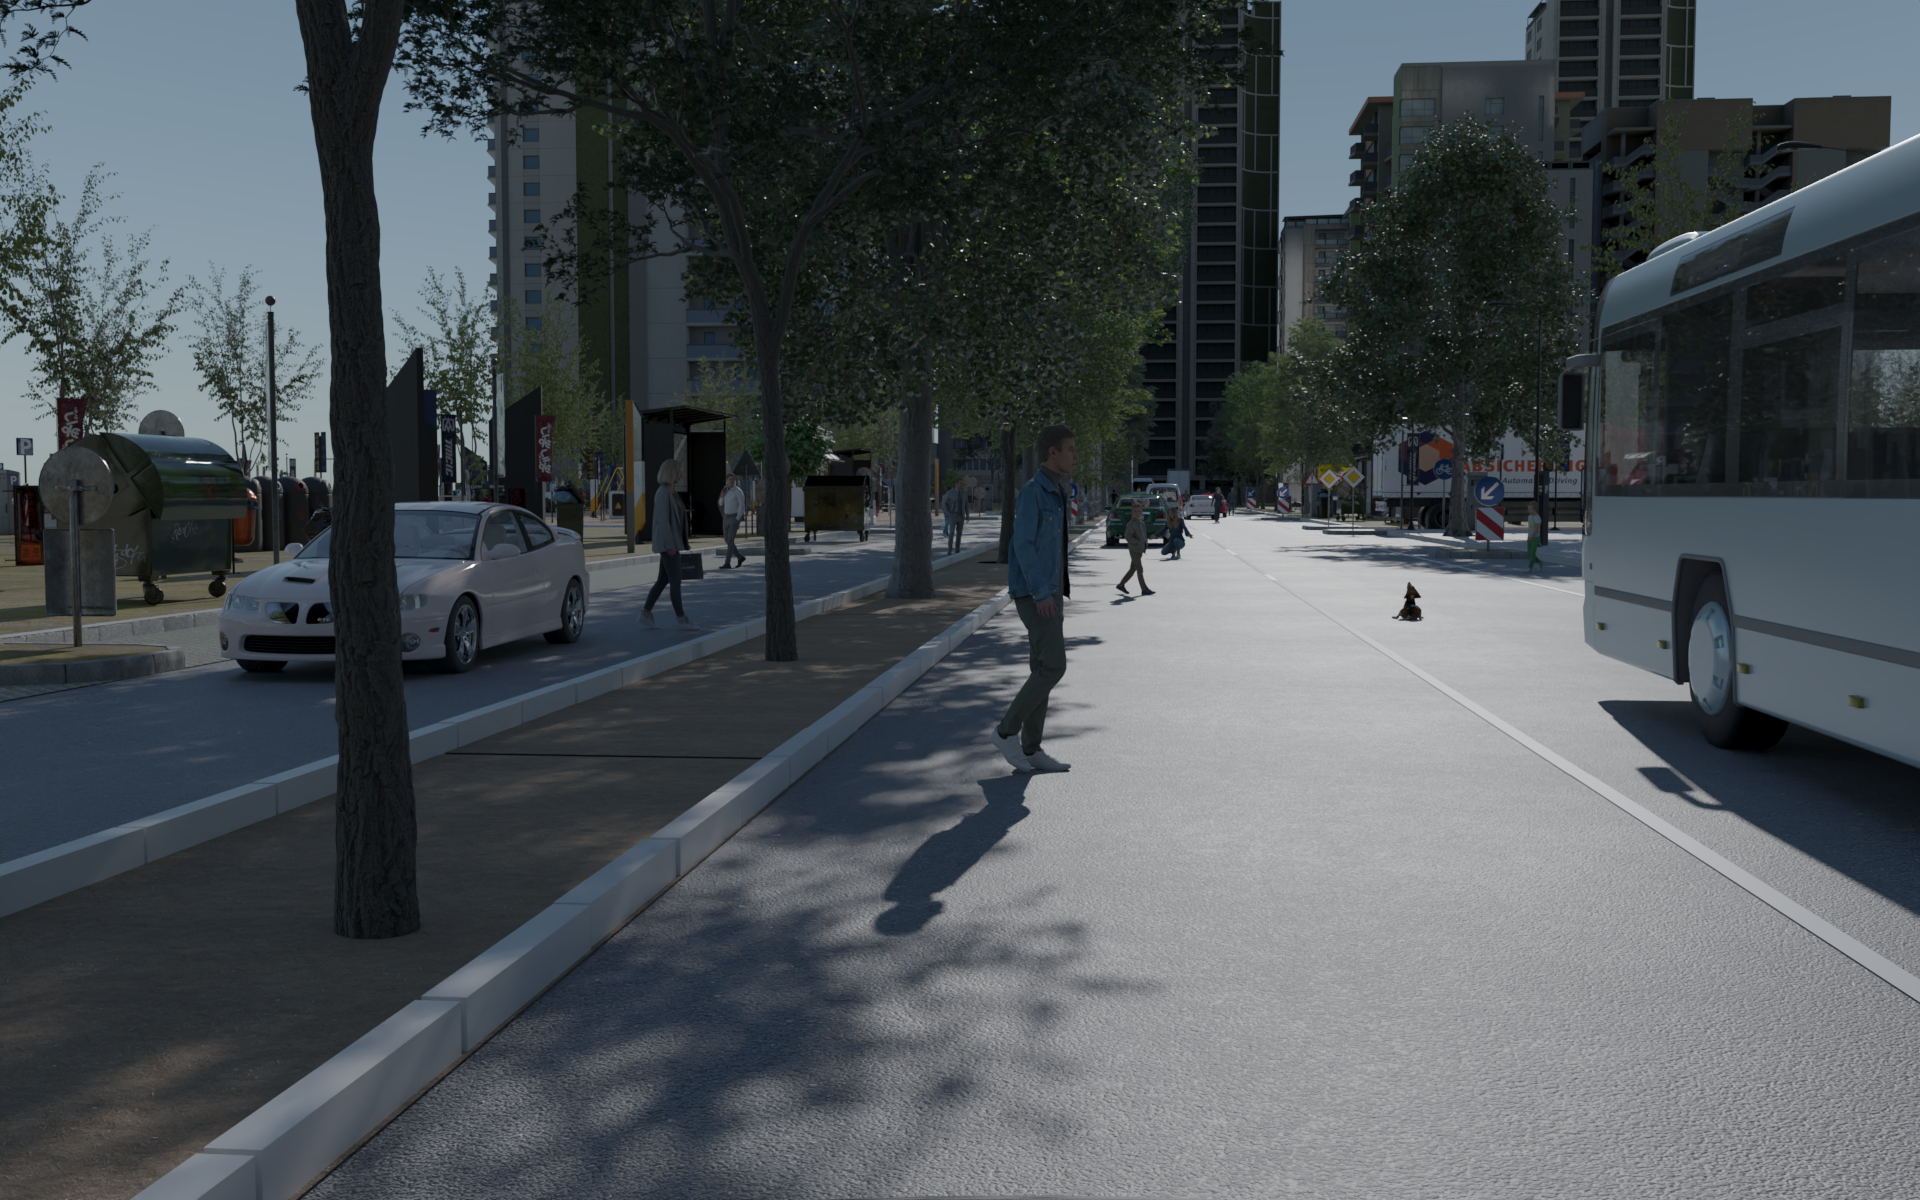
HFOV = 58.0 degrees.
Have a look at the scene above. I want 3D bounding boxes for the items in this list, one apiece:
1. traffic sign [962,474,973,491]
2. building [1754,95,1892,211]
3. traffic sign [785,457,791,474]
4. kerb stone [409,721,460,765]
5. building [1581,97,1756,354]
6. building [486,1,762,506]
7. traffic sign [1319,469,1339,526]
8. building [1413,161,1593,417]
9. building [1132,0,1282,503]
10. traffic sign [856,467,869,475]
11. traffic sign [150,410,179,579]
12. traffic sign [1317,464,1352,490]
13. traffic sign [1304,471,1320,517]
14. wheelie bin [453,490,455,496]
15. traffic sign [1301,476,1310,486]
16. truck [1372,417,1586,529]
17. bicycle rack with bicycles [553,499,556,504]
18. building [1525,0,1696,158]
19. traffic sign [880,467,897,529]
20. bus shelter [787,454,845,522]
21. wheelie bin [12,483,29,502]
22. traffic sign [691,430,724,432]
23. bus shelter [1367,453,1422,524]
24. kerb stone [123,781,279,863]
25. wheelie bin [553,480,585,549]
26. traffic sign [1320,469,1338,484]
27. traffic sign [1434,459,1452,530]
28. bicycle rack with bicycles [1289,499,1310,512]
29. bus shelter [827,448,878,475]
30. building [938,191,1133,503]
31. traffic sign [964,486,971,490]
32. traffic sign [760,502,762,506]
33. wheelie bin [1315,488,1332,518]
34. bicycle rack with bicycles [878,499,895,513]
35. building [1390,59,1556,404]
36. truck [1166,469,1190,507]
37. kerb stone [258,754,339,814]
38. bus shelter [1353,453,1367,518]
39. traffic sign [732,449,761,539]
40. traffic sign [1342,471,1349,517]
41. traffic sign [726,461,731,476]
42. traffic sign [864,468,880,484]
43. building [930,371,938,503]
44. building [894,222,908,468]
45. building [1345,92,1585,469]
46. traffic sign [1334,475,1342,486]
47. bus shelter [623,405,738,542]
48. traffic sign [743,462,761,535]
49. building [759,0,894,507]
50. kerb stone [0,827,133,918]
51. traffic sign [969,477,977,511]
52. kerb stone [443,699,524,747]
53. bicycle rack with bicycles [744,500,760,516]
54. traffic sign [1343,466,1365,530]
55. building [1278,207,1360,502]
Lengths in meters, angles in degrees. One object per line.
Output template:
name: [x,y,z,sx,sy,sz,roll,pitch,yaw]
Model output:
traffic sign: [0.421,-6.844,111.906,0.884,2.594,0.081,0,4,7]
building: [92.133,-33.159,192.256,14.200,45.320,14.600,0,4,6]
traffic sign: [-5.729,-3.338,54.675,0.768,2.556,0.104,0,4,8]
kerb stone: [-2.929,0.797,9.215,0.120,0.150,1.000,0,4,6]
building: [77.961,-33.220,193.253,14.200,45.320,14.600,0,4,6]
building: [-39.476,-40.410,202.700,28.212,58.520,21.231,0,4,6]
traffic sign: [14.839,-4.039,69.675,0.795,2.450,0.064,0,4,6]
building: [46.995,-23.350,153.466,14.160,30.474,14.107,0,4,6]
building: [35.433,-49.629,249.680,20.611,71.187,20.563,0,4,6]
traffic sign: [-4.591,-5.033,82.396,0.768,2.556,0.104,1,4,13]
traffic sign: [-12.085,-1.596,26.206,0.768,2.556,0.104,1,4,9]
traffic sign: [25.071,-7.464,115.904,2.265,3.308,0.079,1,4,9]
traffic sign: [19.379,-5.833,95.370,0.884,2.594,0.081,1,4,12]
wheelie bin: [-41.722,-8.235,142.555,0.693,1.594,0.980,1,4,16]
traffic sign: [23.802,-7.266,118.904,0.768,2.556,0.104,1,4,8]
truck: [21.250,-4.627,64.568,11.283,4.237,2.839,0,4,5]
bicycle rack with bicycles: [-30.079,-7.055,128.724,2.925,0.926,2.852,1,4,20]
building: [91.893,-49.310,244.473,20.611,71.187,20.563,0,4,6]
traffic sign: [-2.539,-3.659,63.464,0.795,2.450,0.064,0,4,6]
bus shelter: [-6.881,-5.357,81.515,2.014,3.302,5.546,0,4,6]
wheelie bin: [-26.933,-2.573,49.976,0.693,1.594,0.980,-3,4,-36]
traffic sign: [-8.595,-3.751,55.204,2.265,3.308,0.079,1,4,10]
bus shelter: [20.011,-6.101,77.379,2.179,5.291,8.768,0,4,6]
kerb stone: [-3.143,0.920,7.181,0.120,0.150,1.000,0,4,6]
wheelie bin: [-8.523,-1.829,37.806,0.693,1.594,0.980,-1,4,-12]
traffic sign: [19.169,-5.507,90.042,0.884,2.594,0.081,1,4,14]
traffic sign: [17.367,-3.795,62.147,0.768,2.556,0.104,0,4,7]
bicycle rack with bicycles: [27.459,-7.711,139.456,2.925,0.926,2.852,0,4,-4]
bus shelter: [-5.622,-6.122,91.374,1.731,3.624,6.357,0,4,6]
building: [11.184,-43.479,252.881,28.212,58.520,21.231,0,4,6]
traffic sign: [0.358,-7.691,125.754,0.884,2.594,0.081,1,4,15]
traffic sign: [-8.306,-4.408,72.180,0.768,2.556,0.104,1,4,12]
wheelie bin: [19.300,-5.144,92.014,0.693,1.594,0.980,-1,4,-15]
bicycle rack with bicycles: [-5.514,-6.247,115.524,2.852,0.926,2.925,3,4,37]
building: [48.515,-29.591,167.399,14.154,41.232,14.086,0,4,6]
truck: [24.868,-12.747,197.328,2.839,4.237,11.283,0,4,7]
kerb stone: [-3.039,0.856,8.199,0.120,0.150,1.000,0,4,6]
bus shelter: [22.084,-6.969,91.569,2.179,5.291,8.768,0,4,6]
traffic sign: [-6.126,-3.033,49.596,0.884,2.594,0.081,1,4,13]
traffic sign: [21.642,-5.895,96.483,0.768,2.556,0.104,1,4,16]
traffic sign: [-8.769,-3.873,63.437,0.768,2.556,0.104,1,4,11]
traffic sign: [-3.887,-4.544,75.487,0.795,2.450,0.064,1,4,12]
building: [-16.080,-41.036,260.173,27.495,52.752,28.713,0,4,6]
building: [-15.053,-46.531,199.038,20.611,71.187,20.563,0,4,6]
building: [53.957,-32.639,188.279,22.147,44.769,28.867,0,4,6]
traffic sign: [25.141,-7.059,115.526,0.768,2.556,0.104,0,4,7]
bus shelter: [-7.798,-3.525,48.910,1.731,3.624,6.357,0,4,6]
traffic sign: [-6.538,-3.200,54.454,0.606,2.300,0.079,1,4,10]
building: [-18.617,-37.911,161.844,21.231,58.520,28.212,0,4,6]
kerb stone: [-3.246,0.981,6.164,0.120,0.150,1.000,0,4,6]
traffic sign: [0.914,-7.907,129.386,0.768,2.556,0.104,0,4,7]
kerb stone: [-2.825,0.732,10.232,0.120,0.150,1.000,0,4,6]
bicycle rack with bicycles: [-12.836,-5.304,100.101,2.925,0.926,2.852,-1,4,-15]
traffic sign: [14.015,-3.553,61.732,0.795,2.450,0.064,0,4,6]
building: [52.728,-34.413,246.238,14.086,41.232,14.154,0,4,6]
